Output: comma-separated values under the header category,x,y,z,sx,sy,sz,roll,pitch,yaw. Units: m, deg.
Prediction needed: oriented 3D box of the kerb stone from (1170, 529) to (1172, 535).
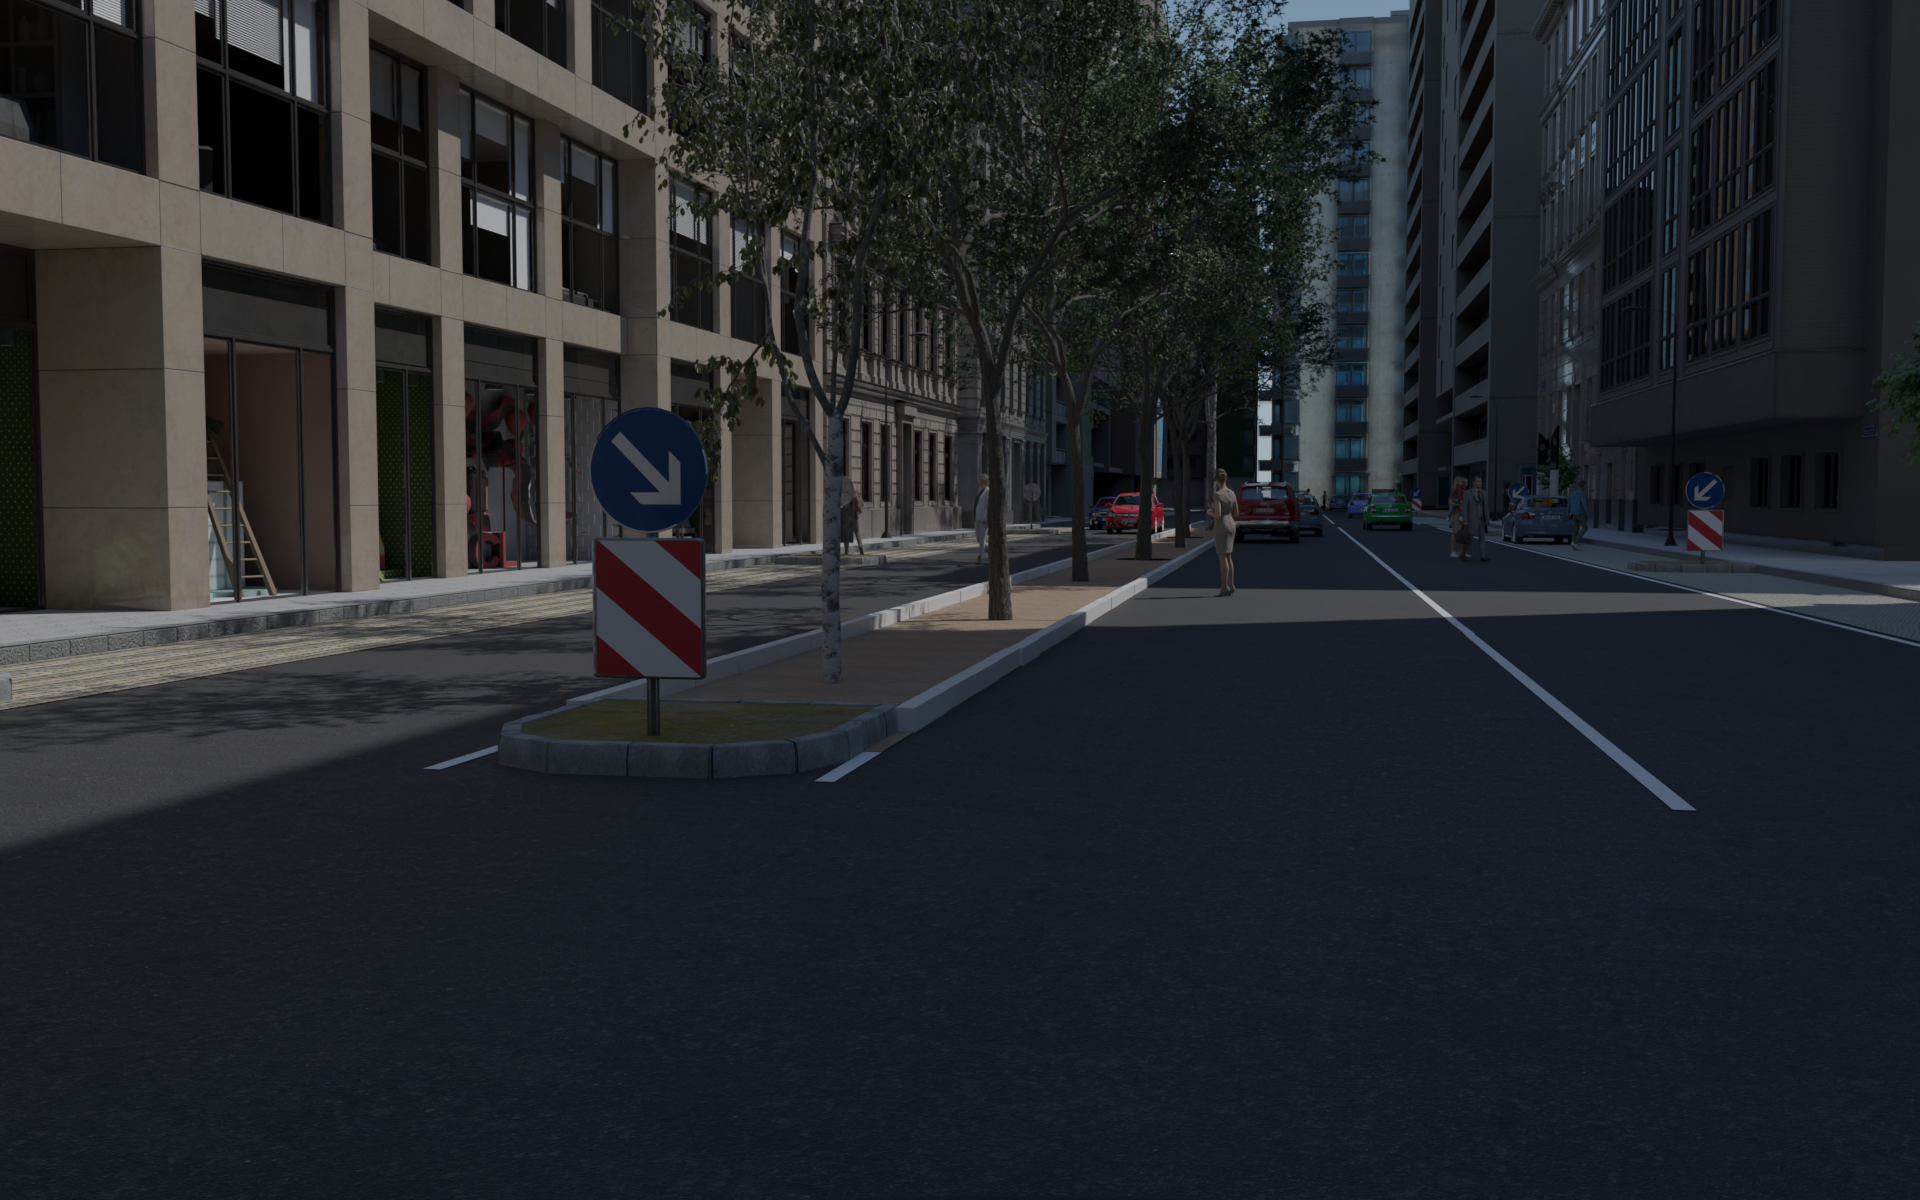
category,x,y,z,sx,sy,sz,roll,pitch,yaw
kerb stone,7.096,-2.286,59.578,0.120,0.150,1.000,1,4,11

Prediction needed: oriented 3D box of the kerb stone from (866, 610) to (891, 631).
category,x,y,z,sx,sy,sz,roll,pitch,yaw
kerb stone,-0.927,0.236,18.330,0.120,0.150,1.000,1,4,11

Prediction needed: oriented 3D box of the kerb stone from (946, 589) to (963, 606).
category,x,y,z,sx,sy,sz,roll,pitch,yaw
kerb stone,-0.153,-0.007,22.350,0.120,0.150,1.000,1,4,11

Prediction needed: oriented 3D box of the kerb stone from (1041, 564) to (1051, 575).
category,x,y,z,sx,sy,sz,roll,pitch,yaw
kerb stone,1.424,-0.502,30.409,0.120,0.150,1.000,1,4,11

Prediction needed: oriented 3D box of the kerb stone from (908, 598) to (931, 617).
category,x,y,z,sx,sy,sz,roll,pitch,yaw
kerb stone,-0.539,0.113,20.342,0.120,0.150,1.000,1,4,11

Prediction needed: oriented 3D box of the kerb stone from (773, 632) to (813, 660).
category,x,y,z,sx,sy,sz,roll,pitch,yaw
kerb stone,-1.518,0.421,15.308,0.120,0.150,1.000,1,4,11

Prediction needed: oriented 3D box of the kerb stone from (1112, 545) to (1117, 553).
category,x,y,z,sx,sy,sz,roll,pitch,yaw
kerb stone,3.581,-1.179,41.469,0.120,0.150,1.000,1,4,11

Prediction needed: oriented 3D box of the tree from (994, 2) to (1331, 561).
category,x,y,z,sx,sy,sz,roll,pitch,yaw
tree,4.041,-6.643,36.831,9.928,11.665,9.643,0,3,0

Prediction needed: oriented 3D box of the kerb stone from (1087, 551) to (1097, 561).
category,x,y,z,sx,sy,sz,roll,pitch,yaw
kerb stone,2.801,-0.933,37.453,0.120,0.150,1.000,1,4,11

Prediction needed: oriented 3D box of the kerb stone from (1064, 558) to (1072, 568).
category,x,y,z,sx,sy,sz,roll,pitch,yaw
kerb stone,2.007,-0.687,33.420,0.120,0.150,1.000,1,4,11

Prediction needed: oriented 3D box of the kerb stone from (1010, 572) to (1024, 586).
category,x,y,z,sx,sy,sz,roll,pitch,yaw
kerb stone,0.834,-0.312,27.385,0.120,0.150,1.000,1,4,11

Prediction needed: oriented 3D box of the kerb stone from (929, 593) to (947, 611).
category,x,y,z,sx,sy,sz,roll,pitch,yaw
kerb stone,-0.344,0.054,21.346,0.120,0.150,1.000,1,4,11

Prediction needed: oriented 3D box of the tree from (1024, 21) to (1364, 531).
category,x,y,z,sx,sy,sz,roll,pitch,yaw
tree,8.712,-12.809,67.772,12.611,20.169,13.585,0,3,0

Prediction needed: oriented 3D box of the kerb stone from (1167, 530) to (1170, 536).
category,x,y,z,sx,sy,sz,roll,pitch,yaw
kerb stone,6.906,-2.222,58.566,0.120,0.150,1.000,1,4,11

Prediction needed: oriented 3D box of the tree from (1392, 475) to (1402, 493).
category,x,y,z,sx,sy,sz,roll,pitch,yaw
tree,40.225,-9.963,157.493,1.663,3.219,1.824,0,3,0

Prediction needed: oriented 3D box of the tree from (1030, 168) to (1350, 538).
category,x,y,z,sx,sy,sz,roll,pitch,yaw
tree,7.315,-8.734,55.627,12.009,13.543,11.850,0,3,0

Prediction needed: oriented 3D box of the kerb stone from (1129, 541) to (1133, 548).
category,x,y,z,sx,sy,sz,roll,pitch,yaw
kerb stone,4.359,-1.425,45.493,0.120,0.150,1.000,1,4,11

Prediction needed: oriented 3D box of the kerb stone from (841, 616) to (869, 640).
category,x,y,z,sx,sy,sz,roll,pitch,yaw
kerb stone,-1.120,0.298,17.320,0.120,0.150,1.000,1,4,11

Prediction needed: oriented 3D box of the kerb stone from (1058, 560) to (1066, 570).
category,x,y,z,sx,sy,sz,roll,pitch,yaw
kerb stone,1.810,-0.625,32.417,0.120,0.150,1.000,1,4,11

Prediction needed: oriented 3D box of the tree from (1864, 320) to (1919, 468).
category,x,y,z,sx,sy,sz,roll,pitch,yaw
tree,15.676,-2.606,26.319,4.285,4.588,4.351,0,3,0

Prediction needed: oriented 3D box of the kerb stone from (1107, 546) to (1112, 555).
category,x,y,z,sx,sy,sz,roll,pitch,yaw
kerb stone,3.378,-1.118,40.467,0.120,0.150,1.000,1,4,11

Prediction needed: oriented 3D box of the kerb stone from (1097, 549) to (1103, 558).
category,x,y,z,sx,sy,sz,roll,pitch,yaw
kerb stone,2.997,-0.995,38.458,0.120,0.150,1.000,1,4,11

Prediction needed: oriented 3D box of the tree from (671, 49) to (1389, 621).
category,x,y,z,sx,sy,sz,roll,pitch,yaw
tree,0.546,-5.062,19.626,8.767,10.594,7.601,1,4,11

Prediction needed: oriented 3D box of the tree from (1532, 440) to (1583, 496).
category,x,y,z,sx,sy,sz,roll,pitch,yaw
tree,21.185,-4.099,61.615,1.663,3.219,1.824,0,3,0

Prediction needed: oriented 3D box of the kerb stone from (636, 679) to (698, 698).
category,x,y,z,sx,sy,sz,roll,pitch,yaw
kerb stone,-2.108,0.610,12.294,0.120,0.150,1.000,1,4,11

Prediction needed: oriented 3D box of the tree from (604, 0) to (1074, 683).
category,x,y,z,sx,sy,sz,roll,pitch,yaw
tree,-0.940,-3.685,13.073,4.360,8.622,3.978,0,3,0

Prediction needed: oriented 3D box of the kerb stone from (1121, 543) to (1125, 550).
category,x,y,z,sx,sy,sz,roll,pitch,yaw
kerb stone,3.967,-1.302,43.477,0.120,0.150,1.000,1,4,11

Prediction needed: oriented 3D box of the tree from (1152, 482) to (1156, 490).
category,x,y,z,sx,sy,sz,roll,pitch,yaw
tree,15.669,-9.188,144.827,1.663,3.219,1.824,0,3,0

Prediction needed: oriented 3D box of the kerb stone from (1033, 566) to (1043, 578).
category,x,y,z,sx,sy,sz,roll,pitch,yaw
kerb stone,1.226,-0.437,29.401,0.120,0.150,1.000,1,4,11

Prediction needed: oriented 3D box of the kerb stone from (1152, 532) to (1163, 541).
category,x,y,z,sx,sy,sz,roll,pitch,yaw
kerb stone,6.315,-2.038,55.536,0.120,0.150,1.000,1,4,11

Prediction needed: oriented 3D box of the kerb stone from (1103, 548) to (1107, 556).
category,x,y,z,sx,sy,sz,roll,pitch,yaw
kerb stone,3.183,-1.053,39.464,0.120,0.150,1.000,1,4,11

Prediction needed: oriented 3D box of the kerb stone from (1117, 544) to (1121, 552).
category,x,y,z,sx,sy,sz,roll,pitch,yaw
kerb stone,3.774,-1.240,42.473,0.120,0.150,1.000,1,4,11

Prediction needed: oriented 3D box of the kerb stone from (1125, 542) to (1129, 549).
category,x,y,z,sx,sy,sz,roll,pitch,yaw
kerb stone,4.165,-1.361,44.488,0.120,0.150,1.000,1,4,11

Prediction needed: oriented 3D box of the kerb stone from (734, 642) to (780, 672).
category,x,y,z,sx,sy,sz,roll,pitch,yaw
kerb stone,-1.713,0.483,14.304,0.120,0.150,1.000,1,4,11

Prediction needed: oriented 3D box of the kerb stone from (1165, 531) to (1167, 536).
category,x,y,z,sx,sy,sz,roll,pitch,yaw
kerb stone,6.712,-2.163,57.562,0.120,0.150,1.000,1,4,11

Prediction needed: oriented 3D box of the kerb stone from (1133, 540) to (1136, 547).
category,x,y,z,sx,sy,sz,roll,pitch,yaw
kerb stone,4.555,-1.478,46.497,0.120,0.150,1.000,1,4,11

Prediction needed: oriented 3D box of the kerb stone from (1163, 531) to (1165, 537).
category,x,y,z,sx,sy,sz,roll,pitch,yaw
kerb stone,6.515,-2.101,56.553,0.120,0.150,1.000,1,4,11

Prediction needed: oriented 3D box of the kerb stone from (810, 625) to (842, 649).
category,x,y,z,sx,sy,sz,roll,pitch,yaw
kerb stone,-1.322,0.364,16.311,0.120,0.150,1.000,1,4,11

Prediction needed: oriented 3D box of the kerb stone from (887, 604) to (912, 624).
category,x,y,z,sx,sy,sz,roll,pitch,yaw
kerb stone,-0.735,0.177,19.338,0.120,0.150,1.000,1,4,11

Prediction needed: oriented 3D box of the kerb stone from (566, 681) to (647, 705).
category,x,y,z,sx,sy,sz,roll,pitch,yaw
kerb stone,-2.301,0.671,11.283,0.120,0.150,1.000,1,4,11

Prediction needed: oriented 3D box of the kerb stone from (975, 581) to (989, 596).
category,x,y,z,sx,sy,sz,roll,pitch,yaw
kerb stone,0.240,-0.133,24.370,0.120,0.150,1.000,1,4,11

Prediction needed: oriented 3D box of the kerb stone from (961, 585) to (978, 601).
category,x,y,z,sx,sy,sz,roll,pitch,yaw
kerb stone,0.054,-0.071,23.361,0.120,0.150,1.000,1,4,11

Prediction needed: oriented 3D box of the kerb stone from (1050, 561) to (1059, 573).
category,x,y,z,sx,sy,sz,roll,pitch,yaw
kerb stone,1.628,-0.564,31.410,0.120,0.150,1.000,1,4,11

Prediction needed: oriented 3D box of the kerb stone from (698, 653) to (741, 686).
category,x,y,z,sx,sy,sz,roll,pitch,yaw
kerb stone,-1.915,0.544,13.297,0.120,0.150,1.000,1,4,11

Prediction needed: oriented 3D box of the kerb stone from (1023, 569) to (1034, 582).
category,x,y,z,sx,sy,sz,roll,pitch,yaw
kerb stone,1.031,-0.375,28.388,0.120,0.150,1.000,1,4,11
